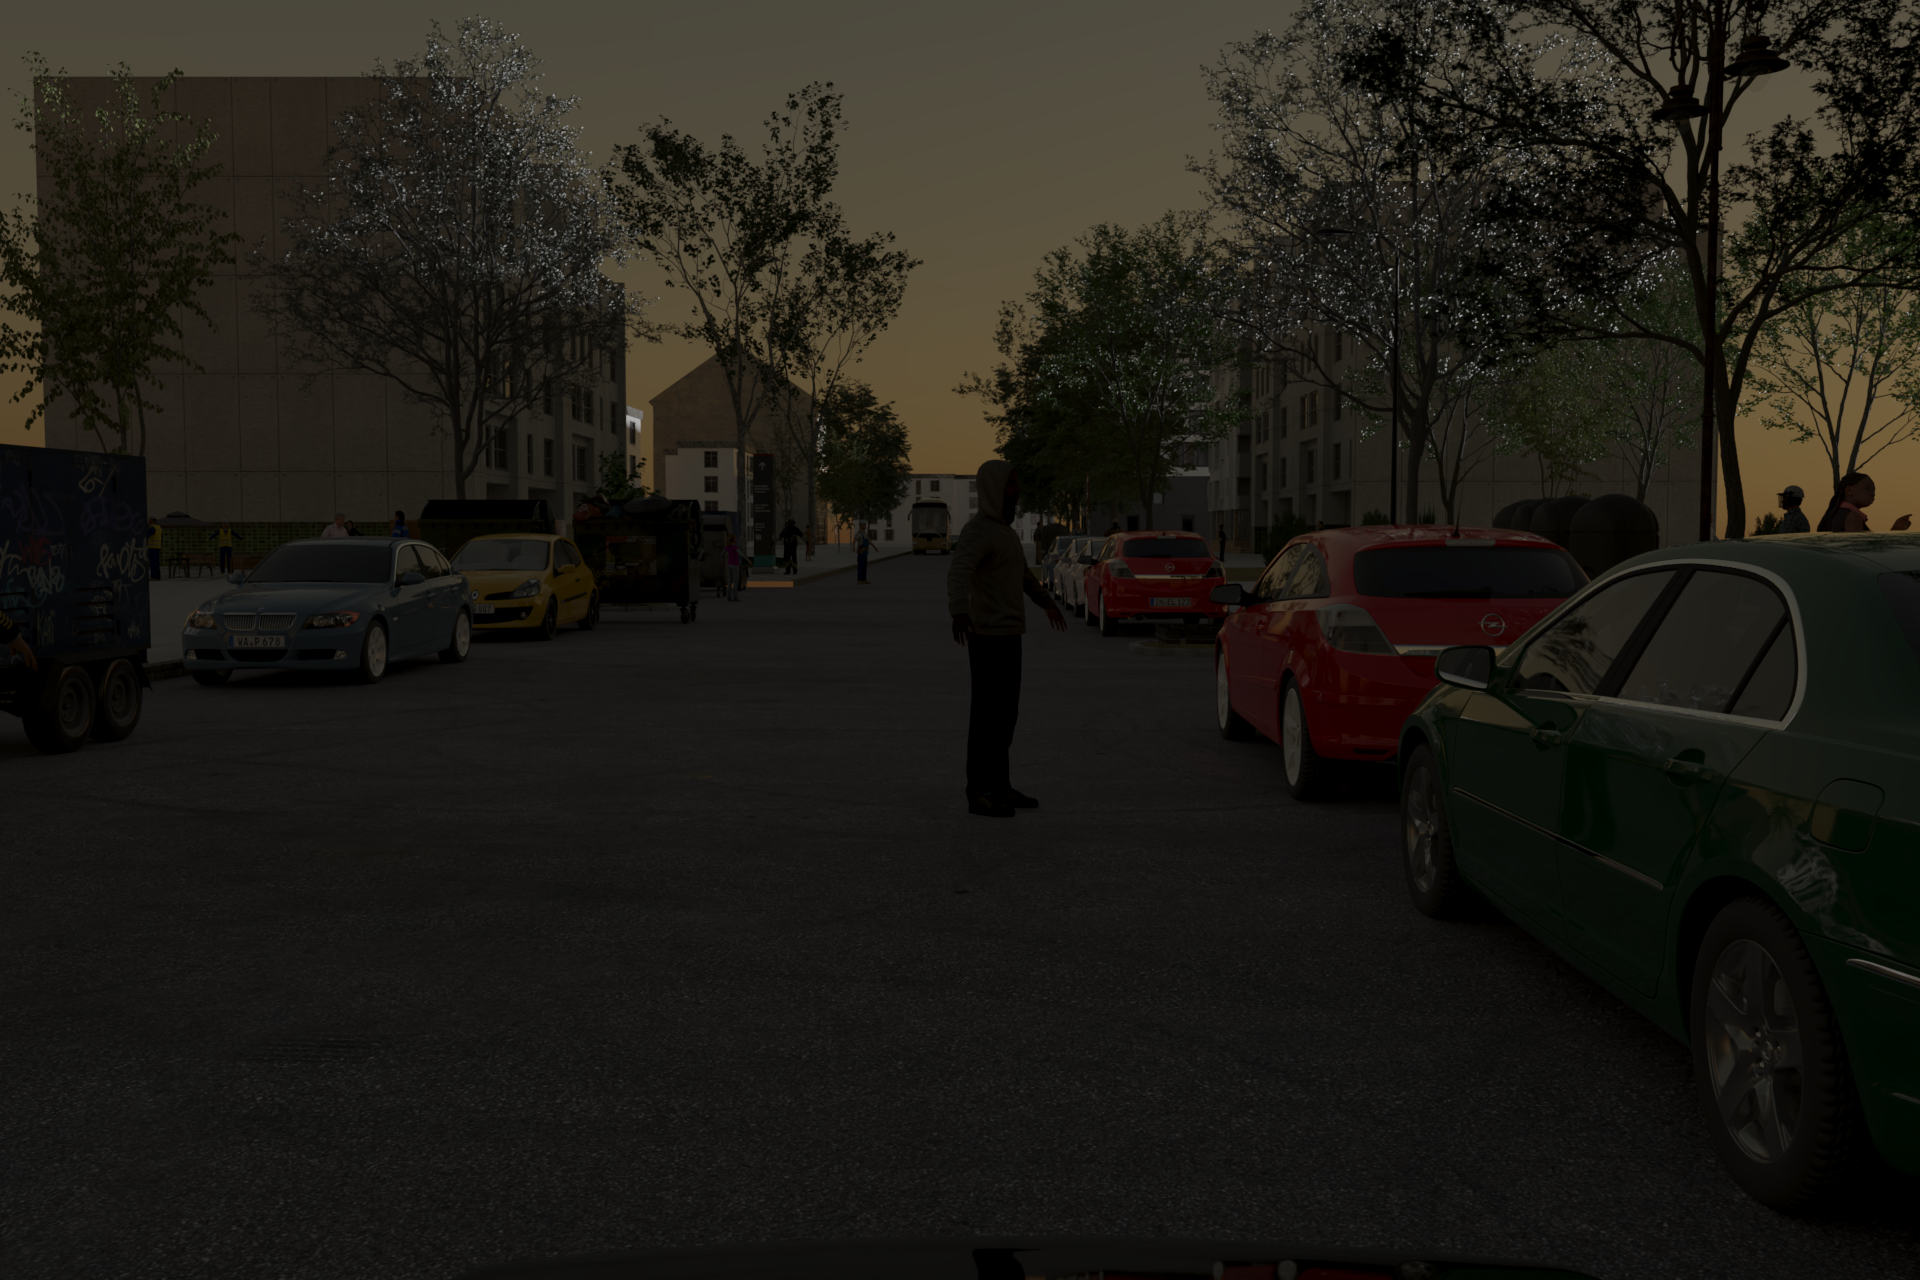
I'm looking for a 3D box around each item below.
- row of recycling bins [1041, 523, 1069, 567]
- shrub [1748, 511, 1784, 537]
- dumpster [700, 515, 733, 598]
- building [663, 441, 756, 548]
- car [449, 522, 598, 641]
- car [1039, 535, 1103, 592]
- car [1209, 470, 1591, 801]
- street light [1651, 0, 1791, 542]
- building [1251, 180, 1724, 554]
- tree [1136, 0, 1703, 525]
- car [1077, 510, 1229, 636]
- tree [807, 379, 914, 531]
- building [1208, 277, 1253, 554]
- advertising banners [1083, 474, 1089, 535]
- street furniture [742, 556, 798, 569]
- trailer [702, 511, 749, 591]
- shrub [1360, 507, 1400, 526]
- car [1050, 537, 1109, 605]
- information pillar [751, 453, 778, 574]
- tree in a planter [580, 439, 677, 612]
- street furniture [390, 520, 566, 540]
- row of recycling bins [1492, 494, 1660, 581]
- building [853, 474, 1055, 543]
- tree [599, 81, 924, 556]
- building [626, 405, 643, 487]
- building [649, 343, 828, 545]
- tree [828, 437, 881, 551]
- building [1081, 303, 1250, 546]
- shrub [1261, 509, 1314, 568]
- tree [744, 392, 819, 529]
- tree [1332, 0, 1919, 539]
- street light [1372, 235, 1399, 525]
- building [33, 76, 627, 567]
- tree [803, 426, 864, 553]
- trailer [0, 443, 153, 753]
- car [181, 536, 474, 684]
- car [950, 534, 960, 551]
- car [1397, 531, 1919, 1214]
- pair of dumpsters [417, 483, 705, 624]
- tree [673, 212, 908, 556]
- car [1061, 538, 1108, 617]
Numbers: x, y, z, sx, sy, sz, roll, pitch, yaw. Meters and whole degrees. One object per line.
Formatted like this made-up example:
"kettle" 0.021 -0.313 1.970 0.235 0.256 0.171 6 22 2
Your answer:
"row of recycling bins" 3.569 -3.588 65.769 1.069 1.692 3.534 0 4 1
"shrub" 25.976 -3.124 55.503 1.690 2.028 1.600 0 3 0
"dumpster" -6.109 -1.896 39.214 1.865 1.857 1.264 0 4 1
"building" -24.524 -13.942 170.099 9.099 9.664 28.070 0 4 1
"car" -6.326 -0.874 24.522 2.015 1.641 3.980 0 4 0
"car" 3.055 -1.985 44.465 2.014 1.417 4.499 0 4 -1
"car" 2.691 -0.106 10.773 2.155 1.783 4.494 0 4 1
"street light" 6.043 -2.517 13.947 0.468 5.910 1.993 0 4 1
"building" 26.835 -14.000 95.351 16.747 18.905 31.486 0 4 1
"tree" 9.009 -7.571 34.162 12.009 13.543 11.850 0 3 0
"car" 2.858 -1.024 25.778 2.155 1.783 4.494 0 4 0
"tree" -7.950 -14.358 141.416 9.857 13.997 8.962 0 3 0
"building" 23.286 -16.467 125.657 16.016 20.090 11.380 0 4 0
"advertising banners" 3.741 -3.381 51.469 0.090 3.025 2.074 0 4 1
"street furniture" -11.128 -3.080 65.981 5.734 0.657 10.072 -3 5 -44
"trailer" -6.189 -2.207 43.127 1.471 1.999 3.904 0 4 1
"shrub" 11.523 -2.679 48.215 1.690 2.028 1.600 0 3 0
"car" 2.957 -1.458 36.195 2.083 1.381 4.827 0 3 0
"information pillar" -6.312 -4.069 55.908 0.750 3.857 0.750 0 4 3
"tree in a planter" -6.477 -2.183 32.915 1.991 3.239 1.994 0 4 1
"street furniture" -13.868 -2.923 54.638 9.812 1.723 11.010 0 4 5
"row of recycling bins" 6.706 -0.739 19.193 1.069 1.692 3.534 0 4 1
"building" -0.764 -18.131 241.052 28.070 9.664 9.099 0 4 -1
"tree" -7.721 -13.188 71.518 12.611 20.169 13.585 0 3 0
"building" -26.131 -10.766 118.170 9.099 9.664 28.070 0 4 1
"building" -25.798 -22.984 206.722 19.493 23.208 18.063 0 4 0
"tree" -8.225 -11.100 131.853 4.737 8.622 4.395 0 3 0
"building" 25.671 -19.909 169.483 27.936 21.610 32.646 0 4 1
"shrub" 9.604 -2.838 50.442 1.661 2.075 1.752 0 3 0
"tree" -8.679 -8.483 89.063 4.360 8.622 3.978 0 3 0
"tree" 8.827 -5.219 19.751 8.767 10.594 7.601 -1 4 -15
"street light" 7.170 -3.293 26.381 1.470 5.913 1.316 0 4 1
"building" -27.384 -13.248 83.064 16.747 18.905 31.486 0 3 0
"tree" -8.364 -10.225 117.537 4.737 8.622 4.395 0 3 0
"trailer" -6.516 -0.237 10.926 1.471 1.999 3.904 0 4 1
"car" -6.418 -0.371 18.069 2.014 1.417 4.499 0 4 1
"car" -0.510 -7.332 131.669 2.131 1.459 4.920 0 4 -1
"car" 2.616 0.411 5.071 2.131 1.459 4.920 0 4 1
"pair of dumpsters" -6.420 -1.410 28.008 4.436 2.255 1.574 0 4 1
"tree" -10.180 -15.102 102.804 12.611 20.169 13.585 0 3 0
"car" 2.897 -1.155 31.248 2.083 1.381 4.827 0 3 0
